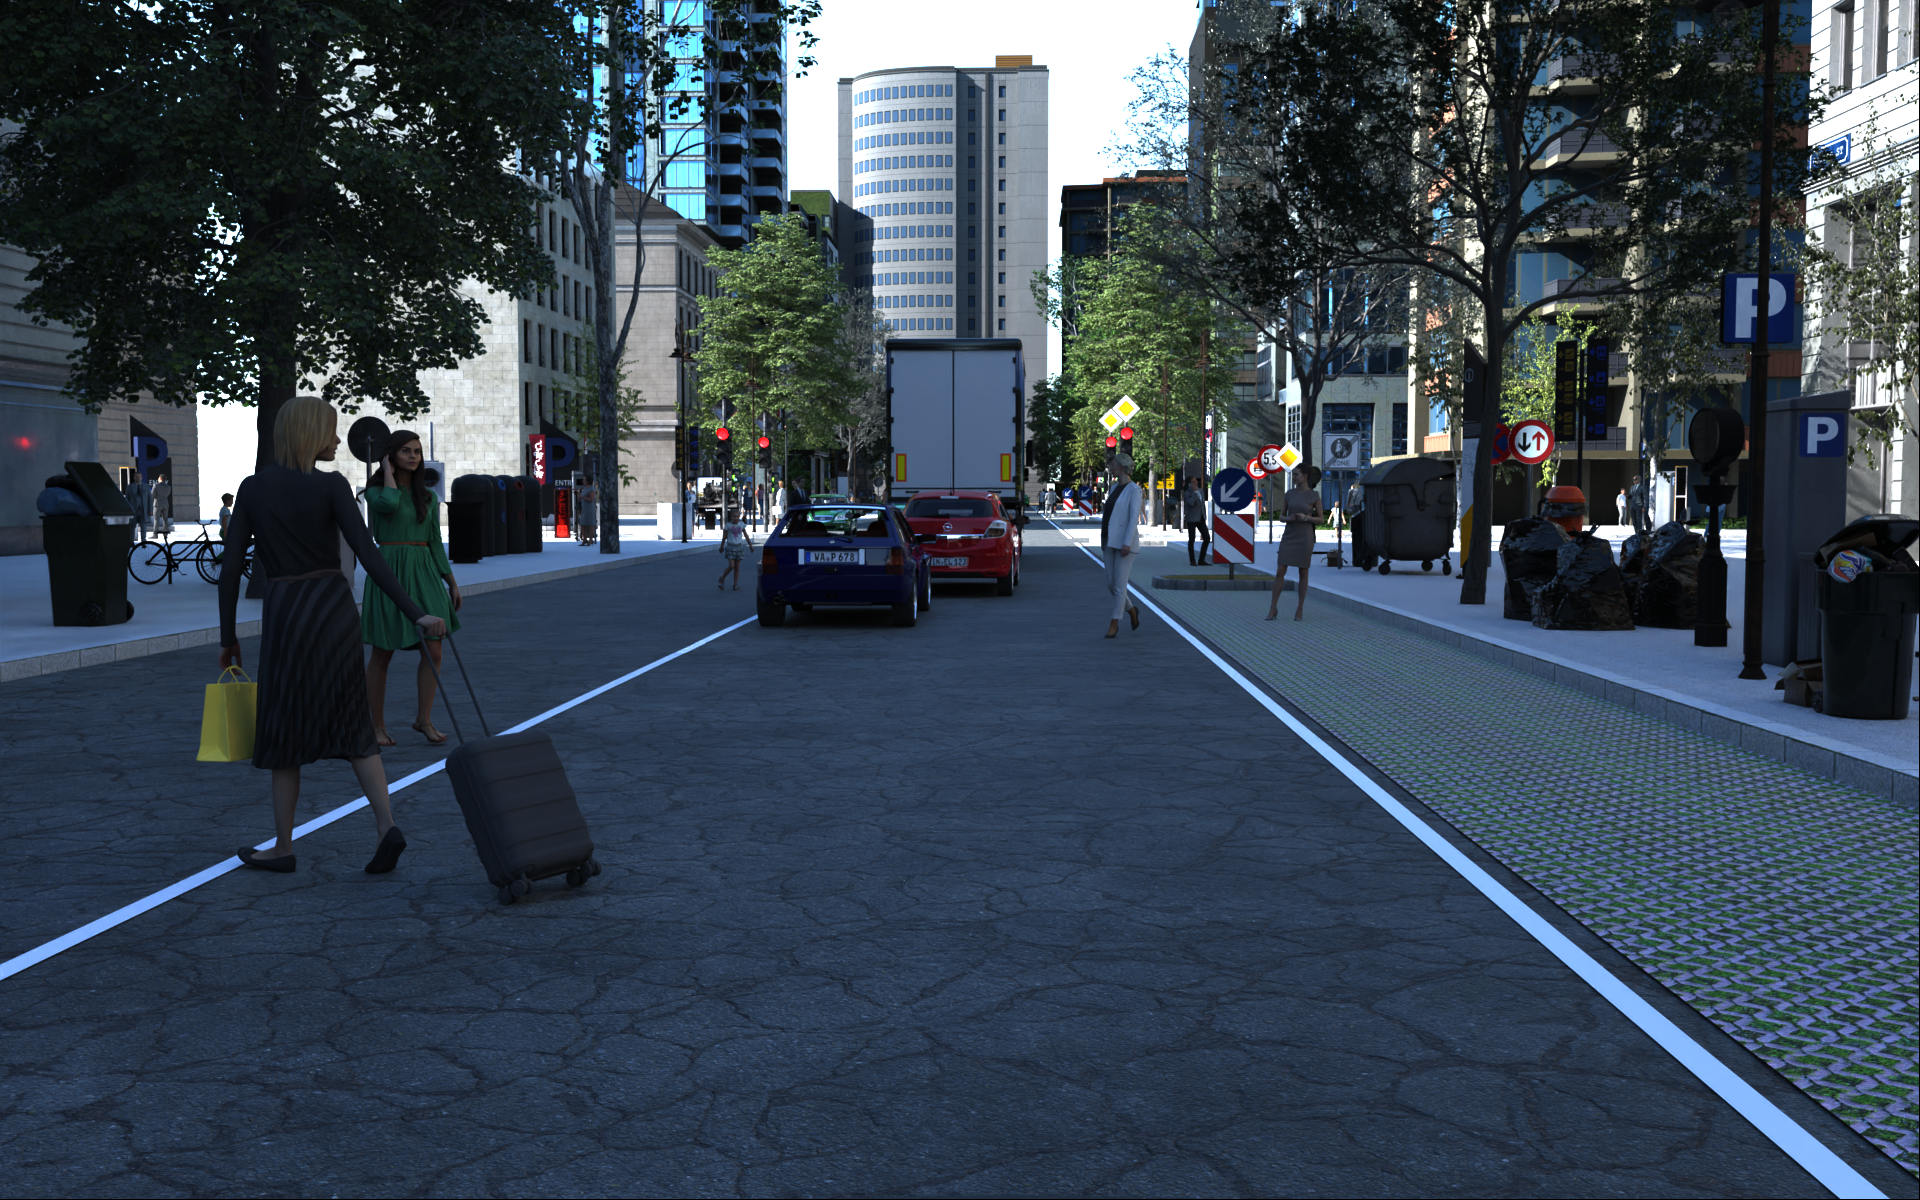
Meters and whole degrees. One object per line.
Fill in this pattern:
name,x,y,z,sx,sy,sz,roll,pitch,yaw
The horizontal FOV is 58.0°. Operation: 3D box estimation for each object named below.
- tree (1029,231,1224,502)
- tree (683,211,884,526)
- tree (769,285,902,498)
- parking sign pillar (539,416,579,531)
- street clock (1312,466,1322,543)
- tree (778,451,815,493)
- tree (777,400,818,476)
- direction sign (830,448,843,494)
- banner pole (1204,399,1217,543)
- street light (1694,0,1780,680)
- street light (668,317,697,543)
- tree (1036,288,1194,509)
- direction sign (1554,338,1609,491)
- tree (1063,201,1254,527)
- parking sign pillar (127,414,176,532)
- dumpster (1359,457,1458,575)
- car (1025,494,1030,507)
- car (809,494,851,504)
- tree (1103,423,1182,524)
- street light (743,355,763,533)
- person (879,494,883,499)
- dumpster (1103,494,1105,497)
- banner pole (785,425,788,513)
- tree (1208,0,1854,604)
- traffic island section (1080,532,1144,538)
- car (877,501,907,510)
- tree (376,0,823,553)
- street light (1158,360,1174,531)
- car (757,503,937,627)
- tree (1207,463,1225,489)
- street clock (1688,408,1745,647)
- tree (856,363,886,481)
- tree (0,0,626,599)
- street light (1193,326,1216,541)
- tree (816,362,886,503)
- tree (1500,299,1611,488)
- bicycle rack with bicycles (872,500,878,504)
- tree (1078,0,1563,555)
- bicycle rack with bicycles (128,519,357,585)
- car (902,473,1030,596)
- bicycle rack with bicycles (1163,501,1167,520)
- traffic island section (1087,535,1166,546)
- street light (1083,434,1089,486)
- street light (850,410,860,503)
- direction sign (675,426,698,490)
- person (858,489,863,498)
tree,11.529,-16.125,119.531,12.611,20.169,13.585,0,3,0
tree,-7.333,-9.261,69.550,7.486,12.596,7.792,0,3,0
tree,-6.559,-11.711,101.839,12.009,13.543,11.850,0,3,0
parking sign pillar,-13.872,-4.375,60.000,1.447,3.967,1.447,-1,4,-21
street clock,9.169,-2.484,45.189,0.471,2.002,0.358,-2,4,-28
tree,-7.376,-5.013,76.572,1.663,3.219,1.824,0,3,0
tree,-12.902,-10.658,124.627,4.737,8.622,4.395,0,3,0
direction sign,-6.043,-5.688,84.989,0.876,3.537,0.379,3,5,41
banner pole,6.637,-3.418,45.897,0.401,3.779,0.863,-1,4,-13
street light,5.515,-2.391,11.875,0.468,5.910,1.993,0,4,2
street light,-7.257,-4.444,45.445,0.468,5.910,1.993,0,4,2
tree,8.674,-9.931,88.124,9.928,11.665,9.643,0,3,0
direction sign,9.124,-2.049,25.490,0.379,3.537,0.876,-2,4,-35
tree,7.723,-9.156,67.832,7.486,12.596,7.792,0,3,0
parking sign pillar,-27.598,-4.317,59.059,1.447,3.967,1.447,2,4,35
dumpster,7.247,-1.361,28.010,1.264,1.857,1.865,0,4,2
car,6.726,-11.086,190.060,1.959,1.807,4.718,0,4,3
car,-4.534,-2.923,59.591,2.131,1.459,4.920,0,3,0
tree,7.916,-5.614,75.495,4.285,4.588,4.351,0,3,0
street light,-6.863,-5.187,57.597,0.468,5.910,1.993,0,4,2
person,-6.007,-8.350,142.561,1.348,1.824,0.705,2,4,24
dumpster,11.501,-7.662,131.029,1.264,1.857,1.865,0,4,2
banner pole,-6.311,-4.461,62.951,0.401,3.779,0.863,0,4,-4
tree,6.297,-5.221,19.771,7.601,10.594,8.767,2,4,26
traffic island section,4.973,-2.129,57.094,2.009,0.180,2.903,0,4,2
car,-2.766,-4.311,79.275,1.959,1.807,4.718,0,4,2
tree,-8.514,-10.998,35.711,12.611,20.169,13.585,0,3,0
street light,7.103,-5.331,59.944,0.468,5.910,1.993,0,4,2
car,-1.269,-0.459,20.086,1.945,1.354,3.894,0,4,2
tree,16.328,-7.009,109.191,1.663,3.219,1.824,0,3,0
street clock,6.337,-0.611,14.563,0.358,2.002,0.471,-1,4,-8
tree,-4.745,-14.860,149.615,9.857,13.997,8.962,0,3,0
tree,-8.540,-7.003,21.153,9.857,13.997,8.962,0,3,0
street light,6.706,-4.581,47.693,0.468,5.910,1.993,0,4,2
tree,-6.426,-11.146,116.645,7.601,10.594,8.767,3,4,36
tree,21.959,-6.985,64.573,4.737,8.622,4.395,0,3,0
bicycle rack with bicycles,-6.376,-7.128,129.921,2.925,0.926,2.852,-1,4,-16
tree,7.468,-7.728,36.725,12.009,13.543,11.850,0,3,0
bicycle rack with bicycles,-10.167,-0.732,25.347,2.925,0.926,2.852,1,4,9
car,-0.038,-1.031,25.889,2.155,1.783,4.494,0,4,4
bicycle rack with bicycles,10.399,-4.809,92.004,2.852,0.926,2.925,-1,4,-20
traffic island section,4.710,-1.641,49.114,2.009,0.180,2.903,0,4,2
street light,9.500,-9.648,130.529,0.468,5.910,1.993,0,4,2
street light,-5.655,-7.382,93.487,0.468,5.910,1.993,0,4,2
direction sign,-9.097,-4.020,57.716,0.876,3.537,0.379,-3,5,-41
person,-10.114,-10.606,179.527,0.705,1.814,1.350,3,4,39
